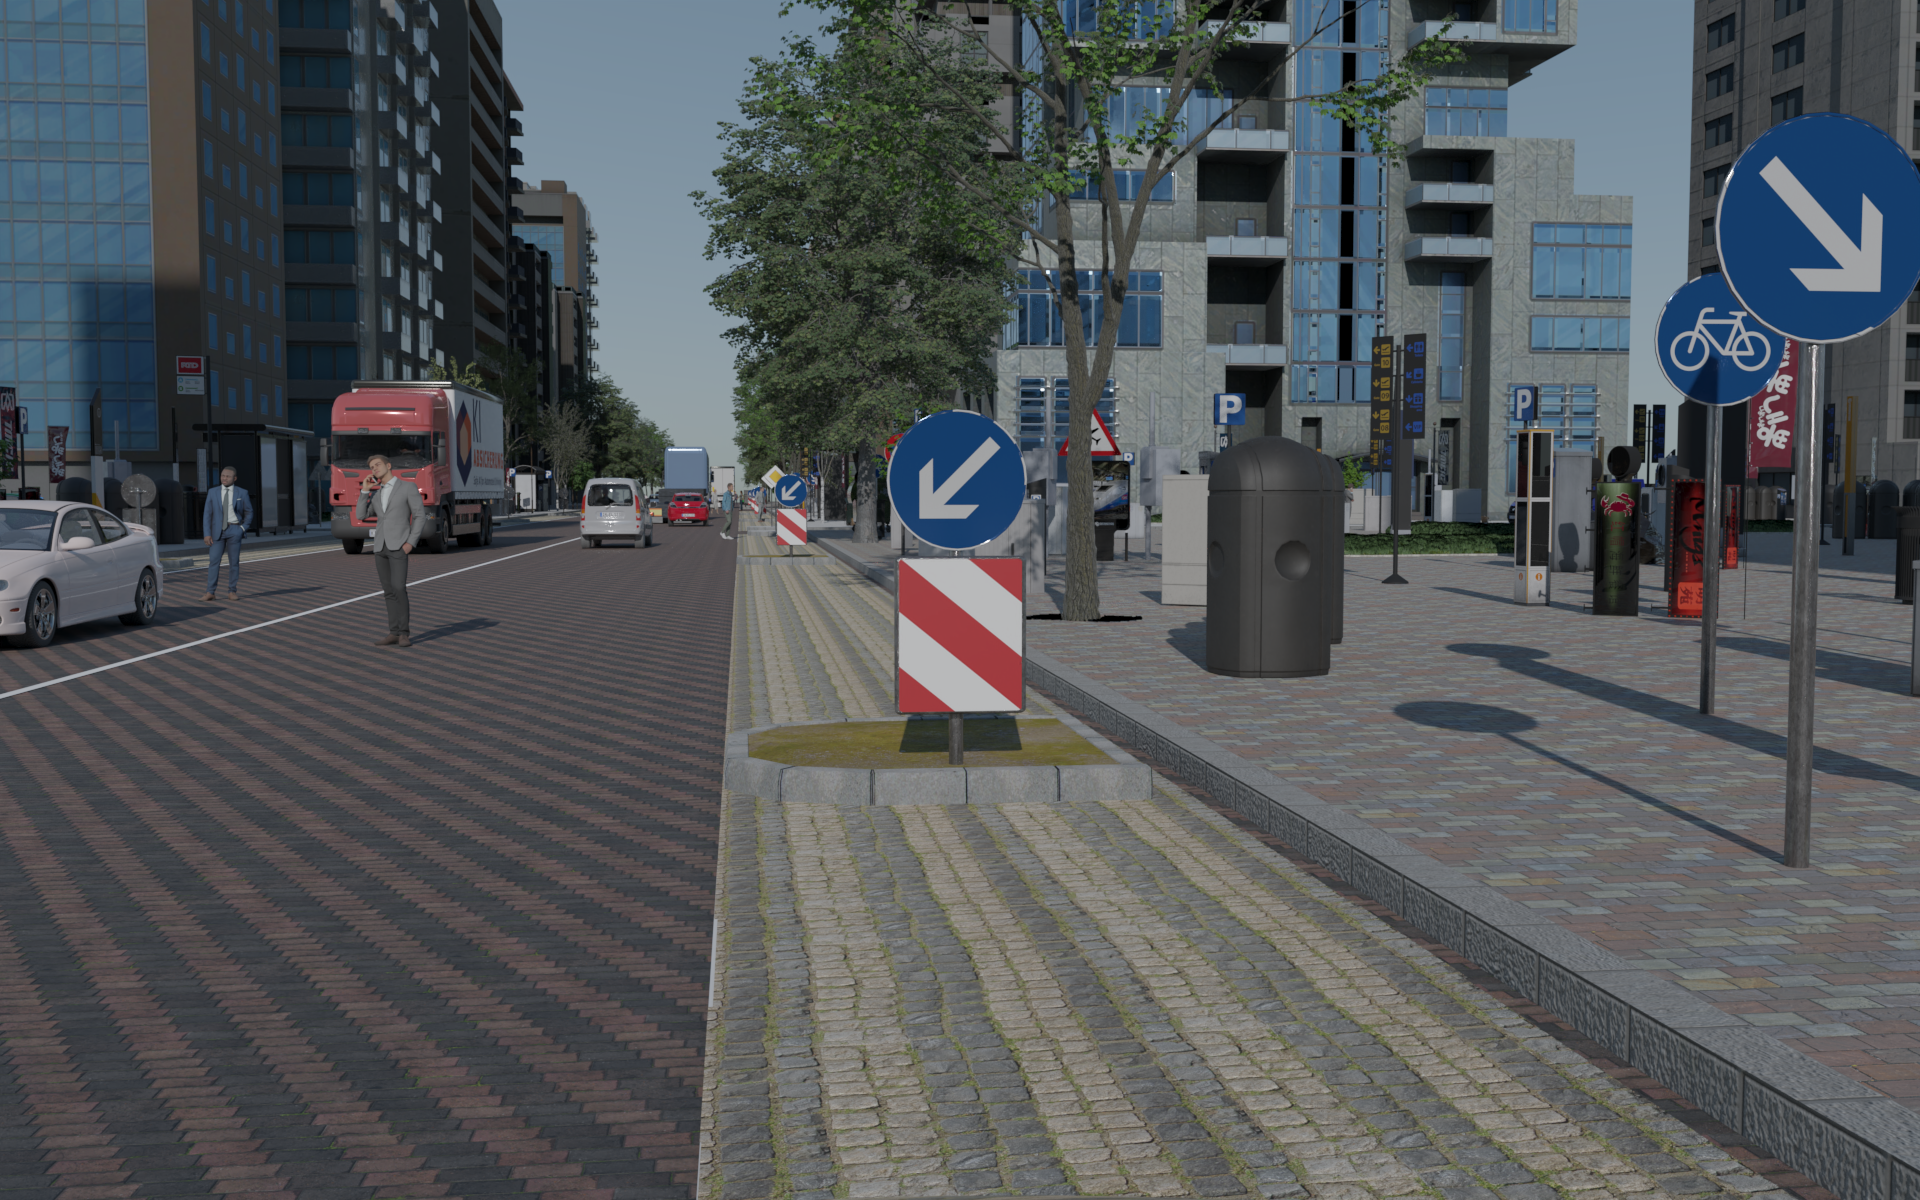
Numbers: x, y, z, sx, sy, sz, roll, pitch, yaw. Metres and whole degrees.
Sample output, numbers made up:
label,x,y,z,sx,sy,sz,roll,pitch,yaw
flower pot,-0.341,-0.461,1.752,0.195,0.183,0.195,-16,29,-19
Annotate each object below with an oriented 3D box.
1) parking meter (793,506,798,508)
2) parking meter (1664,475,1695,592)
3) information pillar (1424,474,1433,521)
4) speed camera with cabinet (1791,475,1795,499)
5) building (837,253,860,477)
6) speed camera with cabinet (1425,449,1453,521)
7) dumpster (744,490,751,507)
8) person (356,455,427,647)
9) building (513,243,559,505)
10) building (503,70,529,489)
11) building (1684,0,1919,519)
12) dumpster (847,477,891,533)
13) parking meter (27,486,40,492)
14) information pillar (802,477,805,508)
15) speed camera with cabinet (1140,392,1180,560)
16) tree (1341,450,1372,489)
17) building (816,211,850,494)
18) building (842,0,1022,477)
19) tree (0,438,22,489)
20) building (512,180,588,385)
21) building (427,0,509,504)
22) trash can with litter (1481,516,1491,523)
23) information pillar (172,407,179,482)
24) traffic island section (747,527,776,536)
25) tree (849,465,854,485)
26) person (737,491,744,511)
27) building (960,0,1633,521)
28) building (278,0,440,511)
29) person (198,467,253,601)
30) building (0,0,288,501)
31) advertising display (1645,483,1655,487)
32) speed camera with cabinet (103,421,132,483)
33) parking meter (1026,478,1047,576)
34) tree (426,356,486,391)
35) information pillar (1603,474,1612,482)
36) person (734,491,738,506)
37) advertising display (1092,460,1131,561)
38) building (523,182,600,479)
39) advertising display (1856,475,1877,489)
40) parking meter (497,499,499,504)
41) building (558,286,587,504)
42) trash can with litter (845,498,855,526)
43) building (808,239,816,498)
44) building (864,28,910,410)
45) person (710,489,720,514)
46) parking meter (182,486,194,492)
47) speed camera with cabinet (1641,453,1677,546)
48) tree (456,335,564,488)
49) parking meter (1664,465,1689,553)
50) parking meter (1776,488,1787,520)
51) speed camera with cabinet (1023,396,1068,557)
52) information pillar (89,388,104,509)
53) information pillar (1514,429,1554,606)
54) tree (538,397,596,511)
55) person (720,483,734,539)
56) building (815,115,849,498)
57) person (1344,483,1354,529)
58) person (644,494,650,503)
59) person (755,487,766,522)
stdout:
label,x,y,z,sx,sy,sz,roll,pitch,yaw
parking meter,-9.741,-5.877,101.805,0.255,1.863,0.399,2,4,35
parking meter,9.446,-0.874,22.707,0.372,1.533,0.369,0,3,0
information pillar,17.226,-3.623,63.727,0.304,2.012,0.304,1,4,14
speed camera with cabinet,39.412,-5.281,80.679,2.038,3.252,0.660,-3,5,-44
building,-7.641,-26.515,205.214,14.160,30.474,14.107,0,4,-7
speed camera with cabinet,20.993,-4.987,75.873,0.660,3.252,2.038,0,4,-6
dumpster,-21.702,-10.564,180.934,1.865,1.857,1.264,0,4,-6
person,-5.378,-0.471,16.388,0.592,1.802,0.473,2,4,34
building,-54.012,-25.995,196.720,14.160,30.474,14.107,0,4,-7
building,-55.803,-31.767,174.018,22.147,44.769,28.867,0,4,-7
building,53.240,-39.833,89.519,20.611,71.187,20.563,0,4,-7
dumpster,-2.998,-3.423,58.464,1.502,2.255,1.985,0,4,-7
parking meter,-30.797,-3.010,57.620,0.372,1.533,0.369,0,3,0
information pillar,-8.680,-6.403,96.044,0.183,3.616,0.504,0,4,-8
speed camera with cabinet,4.158,-2.369,33.068,0.660,3.252,2.038,-1,4,-22
tree,17.273,-5.050,77.170,1.663,3.219,1.824,0,3,0
building,-14.005,-34.820,252.908,14.154,41.232,14.086,0,4,-7
building,2.481,-36.431,184.884,28.713,52.752,27.495,0,4,-7
tree,-18.392,-2.304,32.265,1.663,3.219,1.824,0,3,0
building,-61.465,-36.704,250.220,14.600,45.320,14.200,0,4,-7
building,-51.404,-32.130,149.030,21.300,48.544,21.600,0,4,-7
trash can with litter,23.238,-4.047,77.559,1.055,1.170,0.624,2,4,27
information pillar,-21.218,-3.396,46.873,0.183,3.616,0.504,-1,4,-18
traffic island section,-6.374,-2.318,60.175,2.009,0.180,2.903,0,4,-7
tree,-6.714,-6.386,99.014,1.663,3.219,1.824,0,3,0
person,-18.861,-8.532,148.724,0.721,1.735,1.217,-2,4,-32
building,15.629,-47.431,88.163,31.000,86.520,22.319,0,4,-7
building,-47.782,-30.393,116.541,23.786,49.044,30.456,0,4,-7
person,-9.922,-0.899,23.386,0.721,1.800,0.419,-2,4,-25
building,-40.510,-26.298,80.082,14.600,45.320,14.200,0,4,-7
advertising display,41.885,-6.114,105.177,0.974,1.923,0.123,3,5,41
speed camera with cabinet,-22.441,-3.242,47.344,0.660,3.252,2.038,2,4,35
parking meter,1.172,-1.149,27.202,0.372,1.533,0.369,0,3,0
tree,-26.895,-8.640,91.634,4.737,8.622,4.395,0,3,0
information pillar,23.832,-3.635,63.926,0.304,2.012,0.304,-3,5,-42
person,-26.649,-12.005,205.314,0.617,1.759,0.750,1,4,9
advertising display,2.774,-1.712,33.197,0.974,1.923,0.123,1,4,12
building,-68.422,-39.883,271.692,23.786,49.044,30.456,0,4,-7
advertising display,31.034,-3.328,59.626,0.123,1.923,0.974,-3,4,-36
parking meter,-29.017,-6.333,109.259,0.399,1.863,0.255,3,5,40
building,-58.684,-28.429,236.507,14.160,30.474,14.107,0,4,-7
trash can with litter,-4.260,-3.581,69.938,0.624,1.170,1.055,-1,4,-22
building,-18.636,-39.443,295.000,14.600,45.320,14.200,0,4,-7
building,-1.601,-31.407,163.621,14.600,45.320,14.200,0,4,-7
person,-17.520,-7.034,123.864,0.624,1.780,0.694,3,5,42
parking meter,-24.757,-2.882,55.536,0.372,1.533,0.369,0,3,0
speed camera with cabinet,17.198,-2.933,42.284,0.660,3.252,2.038,0,4,6
tree,-27.278,-10.276,102.427,8.767,10.594,7.601,2,4,25
parking meter,14.234,-1.752,34.364,0.399,1.863,0.255,0,4,-8
parking meter,36.025,-4.131,75.957,0.372,1.533,0.369,0,3,0
speed camera with cabinet,1.828,-2.542,35.892,0.660,3.252,2.038,1,4,18
information pillar,-18.931,-2.854,38.015,0.183,3.616,0.504,0,4,-7
information pillar,6.578,-0.940,19.866,0.304,2.012,0.304,-1,4,-12
tree,-31.375,-11.504,138.453,4.360,8.622,3.978,0,3,0
person,-7.363,-2.813,54.829,0.444,1.785,0.601,2,4,25
building,-12.416,-44.762,273.858,21.231,58.520,28.212,0,4,-7
person,15.241,-3.641,67.836,0.447,1.846,0.655,0,4,-7
person,-27.213,-8.473,150.226,0.799,1.438,0.628,1,4,15
person,-10.141,-4.864,88.118,0.391,1.810,0.635,2,4,25
